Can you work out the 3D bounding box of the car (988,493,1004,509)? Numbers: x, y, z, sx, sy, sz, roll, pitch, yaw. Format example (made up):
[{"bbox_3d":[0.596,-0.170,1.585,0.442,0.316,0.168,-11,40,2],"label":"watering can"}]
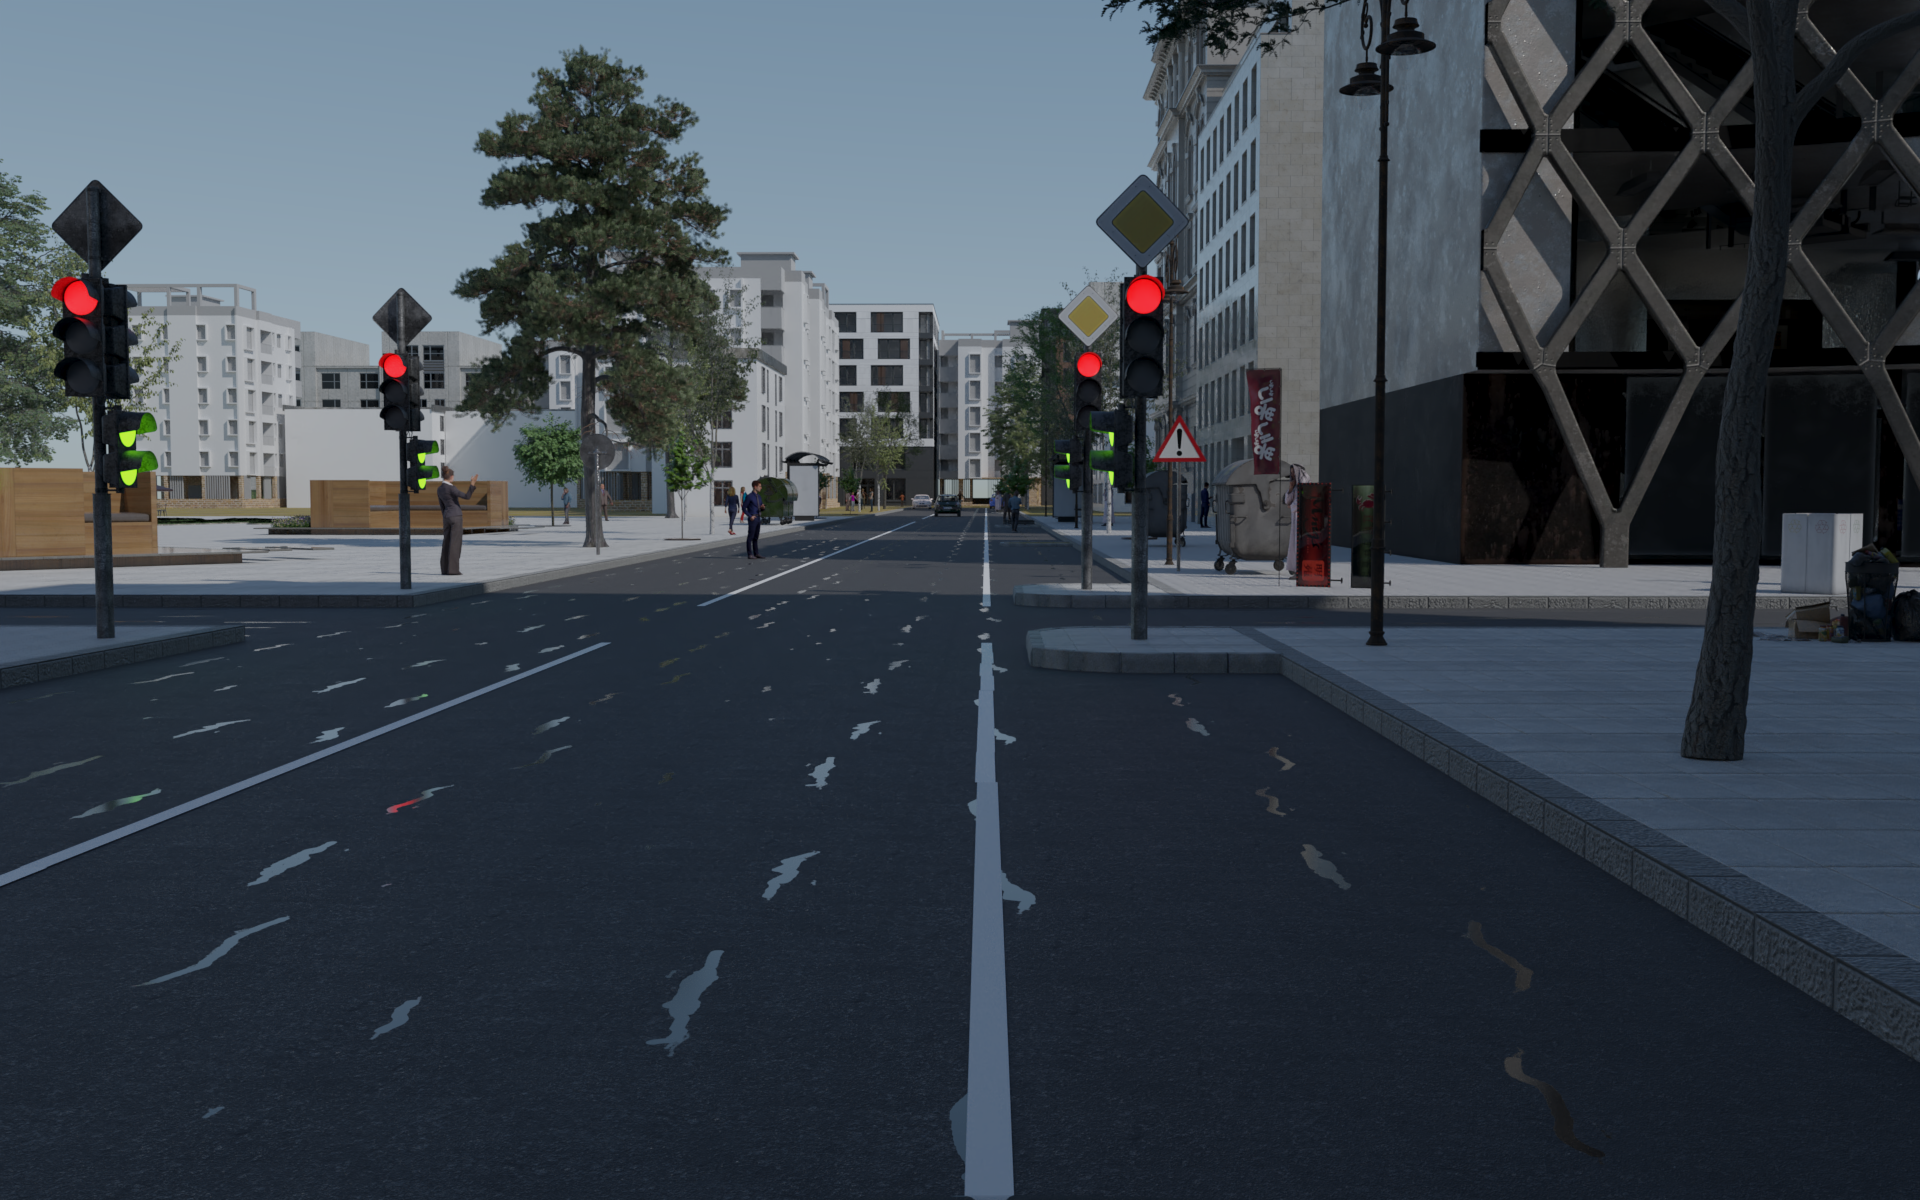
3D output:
[{"bbox_3d":[3.699,-9.640,167.203,1.945,1.707,3.694,0,4,1],"label":"car"}]

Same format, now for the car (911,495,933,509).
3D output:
[{"bbox_3d":[-3.659,-9.412,166.245,2.083,1.381,4.827,0,4,-1],"label":"car"}]

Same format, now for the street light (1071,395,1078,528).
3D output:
[{"bbox_3d":[4.355,-5.616,64.603,0.468,5.910,1.993,0,4,1],"label":"street light"}]

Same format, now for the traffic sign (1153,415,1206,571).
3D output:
[{"bbox_3d":[3.631,-1.756,28.712,0.884,2.594,0.081,0,4,4],"label":"traffic sign"}]

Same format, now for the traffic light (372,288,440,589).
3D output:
[{"bbox_3d":[-7.475,-2.083,23.301,0.839,4.213,0.868,0,4,1],"label":"traffic light"}]

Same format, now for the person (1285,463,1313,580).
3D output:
[{"bbox_3d":[5.107,-1.187,26.112,0.621,1.740,0.551,-2,4,-30],"label":"person"}]

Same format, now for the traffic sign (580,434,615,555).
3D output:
[{"bbox_3d":[-7.636,-2.224,36.470,0.768,2.556,0.104,0,4,5],"label":"traffic sign"}]

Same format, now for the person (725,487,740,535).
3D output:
[{"bbox_3d":[-7.141,-2.796,54.299,0.480,1.512,0.613,-1,4,-8],"label":"person"}]

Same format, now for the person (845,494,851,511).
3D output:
[{"bbox_3d":[-8.463,-7.626,131.286,0.434,1.755,0.990,1,4,17],"label":"person"}]

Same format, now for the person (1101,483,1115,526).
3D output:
[{"bbox_3d":[5.928,-3.836,69.433,0.621,1.740,0.551,0,4,-8],"label":"person"}]

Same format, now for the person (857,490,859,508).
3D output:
[{"bbox_3d":[-9.478,-9.451,161.511,0.436,1.711,0.756,3,4,36],"label":"person"}]

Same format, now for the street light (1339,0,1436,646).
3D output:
[{"bbox_3d":[3.539,-2.553,14.537,0.468,5.910,1.993,0,4,1],"label":"street light"}]

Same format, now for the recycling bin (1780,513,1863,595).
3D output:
[{"bbox_3d":[11.163,-0.605,22.440,0.722,1.027,0.722,-3,4,-36],"label":"recycling bin"}]

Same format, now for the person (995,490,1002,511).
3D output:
[{"bbox_3d":[2.977,-7.751,135.899,0.551,1.740,0.621,-2,4,-32],"label":"person"}]

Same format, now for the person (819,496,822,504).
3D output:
[{"bbox_3d":[-10.450,-7.186,126.773,0.697,1.427,0.421,-1,4,-10],"label":"person"}]

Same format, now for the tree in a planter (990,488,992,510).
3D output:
[{"bbox_3d":[3.683,-9.573,153.736,1.991,3.239,1.994,0,4,1],"label":"tree in a planter"}]

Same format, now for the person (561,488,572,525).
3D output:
[{"bbox_3d":[-16.551,-3.952,72.878,0.429,1.552,0.499,-1,4,-19],"label":"person"}]

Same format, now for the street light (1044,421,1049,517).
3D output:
[{"bbox_3d":[4.864,-7.651,97.877,0.468,5.910,1.993,0,4,1],"label":"street light"}]

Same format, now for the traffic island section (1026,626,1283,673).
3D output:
[{"bbox_3d":[1.605,0.427,15.308,2.009,0.180,2.903,0,4,1],"label":"traffic island section"}]

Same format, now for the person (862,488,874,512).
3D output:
[{"bbox_3d":[-6.339,-7.078,122.484,0.721,1.735,1.217,0,4,-8],"label":"person"}]

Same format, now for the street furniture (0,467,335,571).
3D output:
[{"bbox_3d":[-18.616,-1.541,32.054,9.812,1.723,11.010,3,5,39],"label":"street furniture"}]

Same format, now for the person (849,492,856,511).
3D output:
[{"bbox_3d":[-7.960,-7.340,129.279,0.599,1.433,0.991,3,4,37],"label":"person"}]

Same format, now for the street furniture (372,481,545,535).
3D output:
[{"bbox_3d":[-18.879,-3.148,58.320,11.010,1.723,9.812,0,4,3],"label":"street furniture"}]

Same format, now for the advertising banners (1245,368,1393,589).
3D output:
[{"bbox_3d":[4.900,-1.688,23.791,2.074,3.025,0.090,2,4,29],"label":"advertising banners"}]

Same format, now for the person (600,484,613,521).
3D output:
[{"bbox_3d":[-16.906,-4.618,82.101,0.990,1.755,0.434,-2,4,-32],"label":"person"}]

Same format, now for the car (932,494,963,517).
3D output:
[{"bbox_3d":[-0.797,-6.207,111.273,2.009,1.686,4.222,0,4,0],"label":"car"}]

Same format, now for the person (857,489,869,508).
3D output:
[{"bbox_3d":[-8.672,-9.036,154.309,1.217,1.766,0.721,-1,4,-11],"label":"person"}]

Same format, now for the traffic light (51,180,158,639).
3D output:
[{"bbox_3d":[-7.595,-1.595,15.317,0.839,4.213,0.868,0,4,1],"label":"traffic light"}]

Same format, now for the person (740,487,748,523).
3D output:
[{"bbox_3d":[-9.615,-4.239,77.047,0.444,1.614,0.593,2,4,35],"label":"person"}]

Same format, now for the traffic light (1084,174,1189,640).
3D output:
[{"bbox_3d":[1.565,-1.587,15.195,0.839,4.213,0.868,0,4,1],"label":"traffic light"}]

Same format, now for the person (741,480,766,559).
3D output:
[{"bbox_3d":[-4.491,-1.776,38.246,0.504,1.737,0.576,1,4,17],"label":"person"}]

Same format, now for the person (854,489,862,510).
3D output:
[{"bbox_3d":[-7.992,-8.047,138.330,0.721,1.735,1.217,3,5,40],"label":"person"}]

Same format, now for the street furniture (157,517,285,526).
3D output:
[{"bbox_3d":[-39.574,-4.653,81.113,27.439,1.986,14.083,3,4,38],"label":"street furniture"}]

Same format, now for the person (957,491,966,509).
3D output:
[{"bbox_3d":[-0.050,-8.945,155.577,1.217,1.723,0.721,1,4,19],"label":"person"}]

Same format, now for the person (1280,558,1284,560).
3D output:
[{"bbox_3d":[6.401,-1.552,33.486,0.516,1.574,0.319,1,4,15],"label":"person"}]

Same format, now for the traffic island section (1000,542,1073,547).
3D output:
[{"bbox_3d":[2.097,-1.541,48.055,1.991,0.108,1.994,0,4,1],"label":"traffic island section"}]

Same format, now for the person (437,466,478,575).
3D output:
[{"bbox_3d":[-7.912,-1.255,27.373,0.742,1.727,0.445,0,4,5],"label":"person"}]

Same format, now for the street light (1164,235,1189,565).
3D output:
[{"bbox_3d":[3.793,-3.573,31.206,0.468,5.910,1.993,0,4,1],"label":"street light"}]

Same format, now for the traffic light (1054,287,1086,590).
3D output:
[{"bbox_3d":[1.685,-2.076,23.180,0.839,4.213,0.868,0,4,1],"label":"traffic light"}]

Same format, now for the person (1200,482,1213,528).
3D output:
[{"bbox_3d":[9.366,-3.605,65.685,0.504,1.737,0.576,-2,4,-28],"label":"person"}]

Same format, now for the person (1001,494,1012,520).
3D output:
[{"bbox_3d":[2.691,-5.354,96.592,0.990,1.755,0.434,-3,5,-39],"label":"person"}]

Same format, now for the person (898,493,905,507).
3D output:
[{"bbox_3d":[-5.744,-9.901,171.184,0.557,1.426,1.065,3,5,42],"label":"person"}]

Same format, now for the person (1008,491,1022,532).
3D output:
[{"bbox_3d":[2.065,-3.341,65.331,0.499,1.552,0.429,3,4,36],"label":"person"}]

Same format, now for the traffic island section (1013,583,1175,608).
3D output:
[{"bbox_3d":[1.725,-0.062,23.292,2.009,0.180,2.903,0,4,1],"label":"traffic island section"}]
